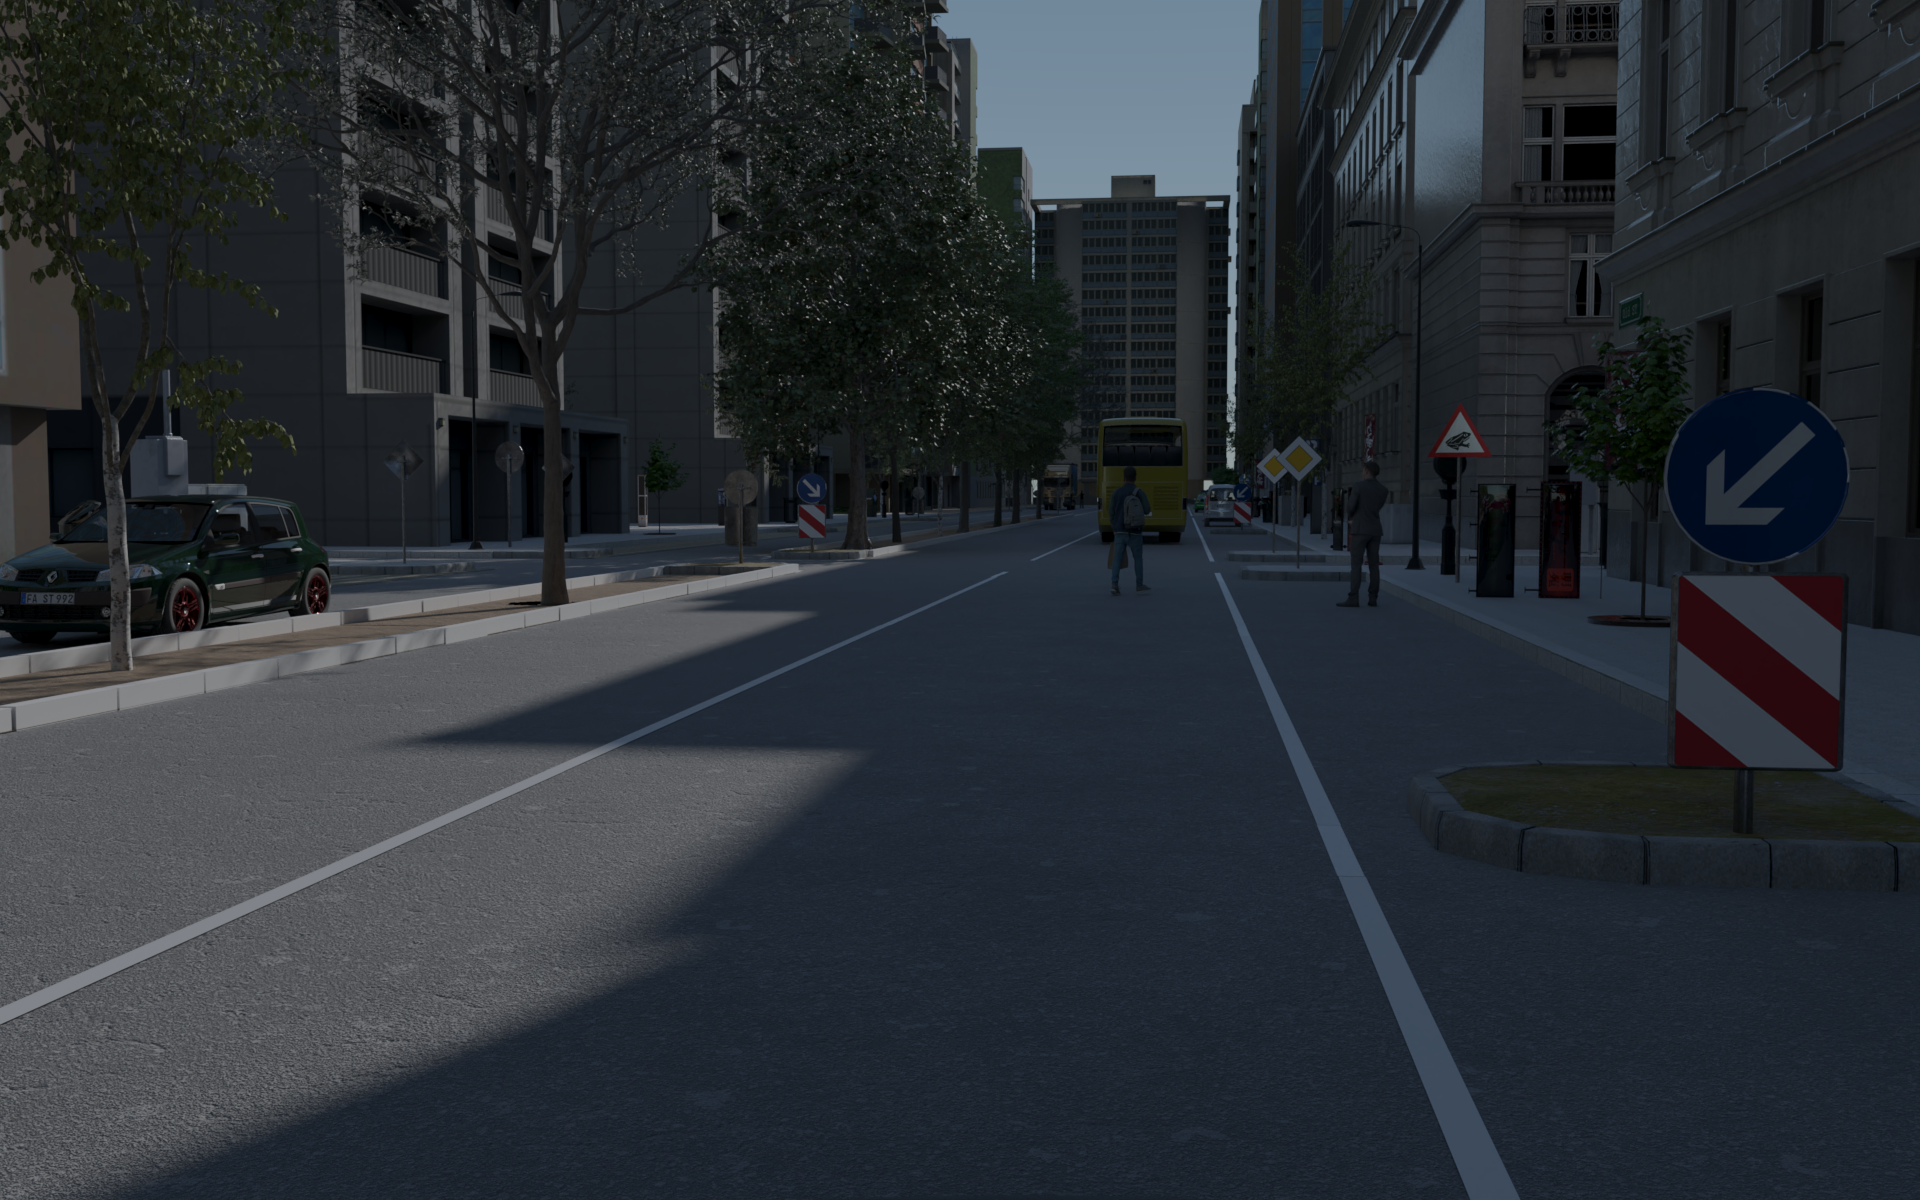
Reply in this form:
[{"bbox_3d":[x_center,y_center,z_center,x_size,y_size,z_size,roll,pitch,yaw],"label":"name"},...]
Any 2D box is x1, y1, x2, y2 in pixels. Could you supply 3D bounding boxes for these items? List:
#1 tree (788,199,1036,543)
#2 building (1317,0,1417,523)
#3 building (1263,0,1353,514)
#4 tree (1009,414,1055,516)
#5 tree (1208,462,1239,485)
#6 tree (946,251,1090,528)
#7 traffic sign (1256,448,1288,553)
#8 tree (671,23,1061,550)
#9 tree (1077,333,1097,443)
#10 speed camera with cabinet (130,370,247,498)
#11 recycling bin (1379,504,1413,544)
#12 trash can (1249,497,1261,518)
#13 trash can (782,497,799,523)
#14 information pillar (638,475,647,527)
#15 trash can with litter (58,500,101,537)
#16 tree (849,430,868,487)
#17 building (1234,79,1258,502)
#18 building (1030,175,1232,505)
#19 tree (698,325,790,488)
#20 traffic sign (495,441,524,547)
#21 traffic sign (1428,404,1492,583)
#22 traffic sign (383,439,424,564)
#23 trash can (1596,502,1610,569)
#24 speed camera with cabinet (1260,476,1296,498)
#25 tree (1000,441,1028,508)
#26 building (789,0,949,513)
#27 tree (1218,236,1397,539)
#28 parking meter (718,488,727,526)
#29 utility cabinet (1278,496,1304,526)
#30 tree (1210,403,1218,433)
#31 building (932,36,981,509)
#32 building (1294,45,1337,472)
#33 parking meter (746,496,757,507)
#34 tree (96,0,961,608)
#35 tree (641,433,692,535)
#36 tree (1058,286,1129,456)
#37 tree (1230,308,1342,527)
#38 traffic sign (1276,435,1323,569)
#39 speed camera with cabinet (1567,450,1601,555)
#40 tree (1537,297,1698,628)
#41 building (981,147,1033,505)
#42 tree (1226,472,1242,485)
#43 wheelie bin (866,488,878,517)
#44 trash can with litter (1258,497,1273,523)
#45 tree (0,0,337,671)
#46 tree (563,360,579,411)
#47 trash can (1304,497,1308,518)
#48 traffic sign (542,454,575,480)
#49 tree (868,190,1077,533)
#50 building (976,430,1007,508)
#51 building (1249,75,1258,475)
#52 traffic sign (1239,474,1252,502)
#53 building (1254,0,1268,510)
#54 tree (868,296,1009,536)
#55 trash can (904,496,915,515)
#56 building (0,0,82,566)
[{"bbox_3d":[-1.788,-6.977,50.938,8.767,10.594,7.601,0,4,7],"label":"tree"},{"bbox_3d":[23.932,-14.557,71.288,16.112,22.955,30.059,0,4,7],"label":"building"},{"bbox_3d":[28.154,-28.611,117.898,14.600,45.320,14.200,0,4,7],"label":"building"},{"bbox_3d":[3.050,-8.352,89.370,4.360,8.622,3.978,0,3,0],"label":"tree"},{"bbox_3d":[28.791,-12.517,188.358,4.285,4.588,4.351,0,3,0],"label":"tree"},{"bbox_3d":[1.700,-8.872,73.272,9.928,11.665,9.643,0,3,0],"label":"tree"},{"bbox_3d":[6.839,-2.084,37.716,0.795,2.450,0.064,0,4,7],"label":"traffic sign"},{"bbox_3d":[-2.502,-7.507,42.204,9.611,12.733,9.660,0,3,0],"label":"tree"},{"bbox_3d":[2.583,-9.872,81.992,7.486,12.596,7.792,0,3,0],"label":"tree"},{"bbox_3d":[-12.608,-2.081,28.358,0.660,3.252,2.038,1,4,17],"label":"speed camera with cabinet"},{"bbox_3d":[11.208,-1.957,44.551,0.722,1.027,0.722,-1,4,-19],"label":"recycling bin"},{"bbox_3d":[16.146,-5.084,94.779,0.748,1.137,0.748,0,3,0],"label":"trash can"},{"bbox_3d":[-7.462,-3.951,76.246,0.748,1.137,0.748,0,3,0],"label":"trash can"},{"bbox_3d":[-12.312,-3.834,67.178,0.304,2.012,0.304,0,4,3],"label":"information pillar"},{"bbox_3d":[-16.162,-1.233,31.548,1.055,1.170,0.624,1,4,17],"label":"trash can with litter"},{"bbox_3d":[-4.581,-9.192,100.650,4.360,8.622,3.978,0,3,0],"label":"tree"},{"bbox_3d":[43.493,-35.561,205.127,21.600,48.544,21.300,0,4,7],"label":"building"},{"bbox_3d":[21.206,-31.916,213.715,23.993,40.220,32.217,0,4,7],"label":"building"},{"bbox_3d":[-8.421,-7.283,69.434,4.360,8.622,3.978,0,3,0],"label":"tree"},{"bbox_3d":[-10.868,-2.547,41.745,0.768,2.556,0.104,1,4,14],"label":"traffic sign"},{"bbox_3d":[7.204,-1.529,25.006,0.884,2.594,0.081,1,4,15],"label":"traffic sign"},{"bbox_3d":[-10.237,-1.726,31.869,0.795,2.450,0.064,0,4,7],"label":"traffic sign"},{"bbox_3d":[11.257,-1.098,29.601,0.748,1.137,0.748,0,3,0],"label":"trash can"},{"bbox_3d":[16.697,-5.906,90.895,0.660,3.252,2.038,-3,5,-39],"label":"speed camera with cabinet"},{"bbox_3d":[4.806,-13.007,163.023,4.737,8.622,4.395,0,3,0],"label":"tree"},{"bbox_3d":[-12.786,-29.089,130.226,22.147,44.769,28.867,0,4,7],"label":"building"},{"bbox_3d":[10.103,-6.032,48.984,4.737,8.622,4.395,0,3,0],"label":"tree"},{"bbox_3d":[-9.569,-3.757,69.842,0.372,1.533,0.369,0,3,0],"label":"parking meter"},{"bbox_3d":[13.458,-3.624,70.417,1.020,1.237,0.306,-1,4,-20],"label":"utility cabinet"},{"bbox_3d":[16.338,-8.968,96.985,4.737,8.622,4.395,0,3,0],"label":"tree"},{"bbox_3d":[-6.253,-28.631,151.708,14.154,41.232,14.086,0,4,7],"label":"building"},{"bbox_3d":[26.884,-18.651,98.455,14.314,27.812,24.014,0,4,7],"label":"building"},{"bbox_3d":[-7.839,-3.624,64.967,0.399,1.863,0.255,3,5,43],"label":"parking meter"},{"bbox_3d":[-5.187,-6.657,21.676,12.009,13.543,11.850,0,3,0],"label":"tree"},{"bbox_3d":[-9.529,-3.672,54.637,1.663,3.219,1.824,0,3,0],"label":"tree"},{"bbox_3d":[4.465,-11.287,97.377,12.009,13.543,11.850,0,3,0],"label":"tree"},{"bbox_3d":[12.731,-7.146,67.192,4.360,8.622,3.978,0,3,0],"label":"tree"},{"bbox_3d":[5.823,-1.600,29.796,0.795,2.450,0.064,0,4,7],"label":"traffic sign"},{"bbox_3d":[13.419,-2.623,37.216,0.660,3.252,2.038,1,4,22],"label":"speed camera with cabinet"},{"bbox_3d":[6.868,-1.379,17.143,1.663,3.219,1.824,0,3,0],"label":"tree"},{"bbox_3d":[1.249,-32.061,207.785,14.086,41.232,14.154,0,4,7],"label":"building"},{"bbox_3d":[21.773,-8.658,136.153,1.663,3.219,1.824,0,3,0],"label":"tree"},{"bbox_3d":[-4.982,-5.404,96.261,0.980,1.594,0.693,2,4,29],"label":"wheelie bin"},{"bbox_3d":[13.865,-4.034,77.348,1.055,1.170,0.624,-3,5,-39],"label":"trash can with litter"},{"bbox_3d":[-6.767,-3.711,13.501,4.737,8.622,4.395,0,3,0],"label":"tree"},{"bbox_3d":[-18.249,-7.510,73.151,4.360,8.622,3.978,0,3,0],"label":"tree"},{"bbox_3d":[18.256,-4.956,92.680,0.748,1.137,0.748,0,3,0],"label":"trash can"},{"bbox_3d":[-9.221,-2.211,39.789,0.795,2.450,0.064,0,4,7],"label":"traffic sign"},{"bbox_3d":[0.087,-8.774,64.044,7.486,12.596,7.792,0,3,0],"label":"tree"},{"bbox_3d":[-10.985,-20.273,176.500,28.899,21.520,27.650,0,4,7],"label":"building"},{"bbox_3d":[39.956,-33.506,167.425,23.786,49.044,30.456,0,4,7],"label":"building"},{"bbox_3d":[17.888,-6.635,108.591,0.768,2.556,0.104,1,4,10],"label":"traffic sign"},{"bbox_3d":[32.042,-28.293,146.177,14.154,41.232,14.086,0,4,7],"label":"building"},{"bbox_3d":[-0.653,-6.441,58.128,4.360,8.622,3.978,0,3,0],"label":"tree"},{"bbox_3d":[-3.016,-5.665,104.270,0.748,1.137,0.748,0,3,0],"label":"trash can"},{"bbox_3d":[-22.724,-22.748,22.040,14.200,45.320,14.600,0,4,7],"label":"building"}]
